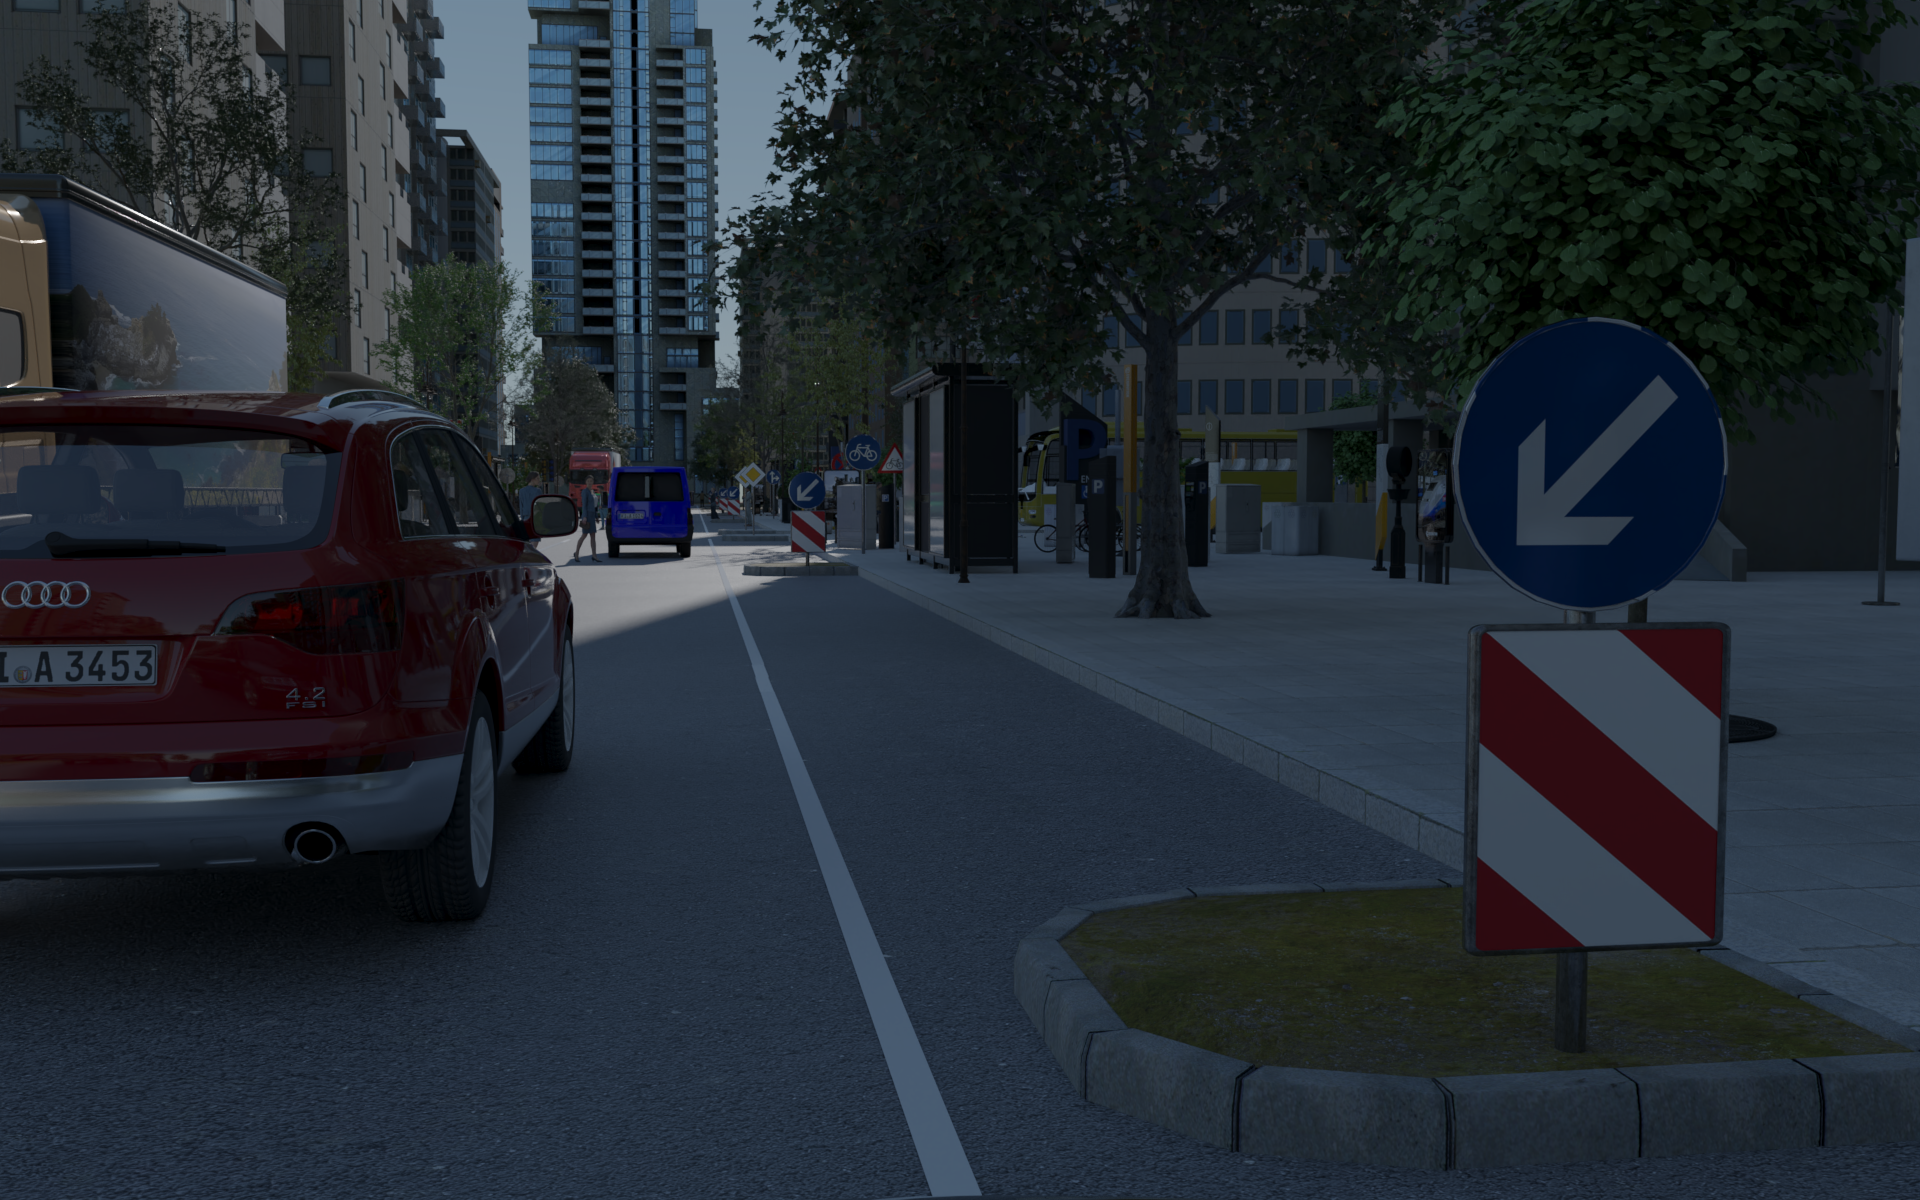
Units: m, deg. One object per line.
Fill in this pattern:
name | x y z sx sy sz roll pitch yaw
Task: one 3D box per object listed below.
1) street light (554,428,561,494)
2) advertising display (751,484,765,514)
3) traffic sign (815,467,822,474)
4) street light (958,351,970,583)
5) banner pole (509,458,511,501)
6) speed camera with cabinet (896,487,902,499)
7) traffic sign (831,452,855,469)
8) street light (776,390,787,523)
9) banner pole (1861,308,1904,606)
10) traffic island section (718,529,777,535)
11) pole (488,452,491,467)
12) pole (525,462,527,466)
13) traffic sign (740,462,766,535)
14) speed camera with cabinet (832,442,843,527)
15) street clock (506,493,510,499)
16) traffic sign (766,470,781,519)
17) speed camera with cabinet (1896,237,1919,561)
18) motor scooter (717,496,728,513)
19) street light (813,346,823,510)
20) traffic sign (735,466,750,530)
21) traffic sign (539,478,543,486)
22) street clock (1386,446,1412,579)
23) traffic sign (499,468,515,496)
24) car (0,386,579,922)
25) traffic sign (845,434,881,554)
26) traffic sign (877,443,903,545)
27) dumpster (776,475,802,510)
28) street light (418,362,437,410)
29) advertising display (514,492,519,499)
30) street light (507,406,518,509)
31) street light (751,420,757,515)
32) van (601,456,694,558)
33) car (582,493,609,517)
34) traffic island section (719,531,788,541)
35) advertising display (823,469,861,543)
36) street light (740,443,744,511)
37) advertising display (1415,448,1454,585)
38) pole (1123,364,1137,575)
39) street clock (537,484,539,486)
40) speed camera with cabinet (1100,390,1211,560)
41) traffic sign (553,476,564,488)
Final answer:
street light | -27.494 -8.902 118.340 0.468 5.910 1.993 -1 4 -9
advertising display | -12.944 -6.458 110.798 0.974 1.923 0.123 2 4 27
traffic sign | -6.341 -4.735 77.424 0.884 2.594 0.081 0 4 -8
street light | 0.056 -3.184 24.841 0.468 5.910 1.993 -1 4 -9
banner pole | -30.721 -7.876 118.782 0.401 3.779 0.863 1 4 11
speed camera with cabinet | -3.258 -7.353 114.558 2.038 3.252 0.660 1 4 18
traffic sign | -3.530 -3.214 52.654 0.768 2.556 0.104 0 4 -5
street light | -7.924 -6.400 77.433 0.468 5.910 1.993 -1 4 -9
banner pole | 10.873 -1.837 20.045 0.863 3.779 0.401 -2 4 -26
traffic island section | -7.632 -2.425 61.922 2.009 0.180 2.903 -1 4 -9
pole | -22.843 -5.524 84.156 0.158 3.312 0.155 0 3 0
pole | -27.975 -7.212 111.752 0.158 3.312 0.155 0 3 0
traffic sign | -6.436 -3.077 53.949 0.795 2.450 0.064 -1 4 -9
speed camera with cabinet | -4.885 -4.428 66.741 0.660 3.252 2.038 -1 4 -17
street clock | -28.517 -6.418 109.502 0.358 2.002 0.471 2 4 27
traffic sign | -9.705 -5.510 90.198 0.768 2.556 0.104 0 4 -2
speed camera with cabinet | 3.839 -0.656 5.067 0.660 3.252 2.038 -1 4 -22
motor scooter | -17.652 -7.099 128.839 0.815 1.314 1.986 0 4 -7
street light | -4.405 -4.942 53.591 0.468 5.910 1.993 -1 4 -9
traffic sign | -7.654 -3.560 61.841 0.795 2.450 0.064 -1 4 -9
traffic sign | -29.471 -7.377 120.711 0.768 2.556 0.104 0 4 -7
street clock | 6.653 -1.328 26.281 0.358 2.002 0.471 3 4 38
traffic sign | -21.812 -5.098 83.464 0.768 2.556 0.104 0 4 -5
car | -2.805 0.089 7.220 2.281 1.827 5.304 0 4 -7
traffic sign | -2.068 -2.260 37.051 0.768 2.556 0.104 0 4 -2
traffic sign | -1.651 -2.684 43.886 0.884 2.594 0.081 0 4 -3
dumpster | -8.457 -5.175 87.111 1.502 2.255 1.985 -1 4 -9
street light | -18.610 -5.375 60.669 0.468 5.910 1.993 -1 4 -9
advertising display | -28.737 -6.596 113.054 0.123 1.923 0.974 2 4 28
street light | -23.067 -7.130 89.368 0.468 5.910 1.993 -1 4 -9
street light | -12.637 -8.176 106.463 0.468 5.910 1.993 -1 4 -9
van | -7.333 -2.225 40.756 2.240 2.365 5.245 -1 4 -11
car | -19.606 -5.247 94.587 1.959 1.807 4.718 0 4 -7
traffic island section | -6.414 -1.942 54.030 2.009 0.180 2.903 -1 4 -9
advertising display | -3.065 -2.429 44.935 0.974 1.923 0.123 0 4 4
street light | -16.919 -9.927 135.091 0.468 5.910 1.993 -1 4 -9
advertising display | 6.808 -1.201 24.848 0.123 1.923 0.974 -1 4 -11
pole | 2.687 -2.049 27.345 0.158 3.312 0.155 0 3 0
street clock | -25.149 -5.988 102.469 0.471 2.002 0.358 0 4 -4
speed camera with cabinet | 3.707 -2.358 32.889 2.038 3.252 0.660 1 4 18
traffic sign | -27.799 -7.328 119.926 0.768 2.556 0.104 0 4 -2
